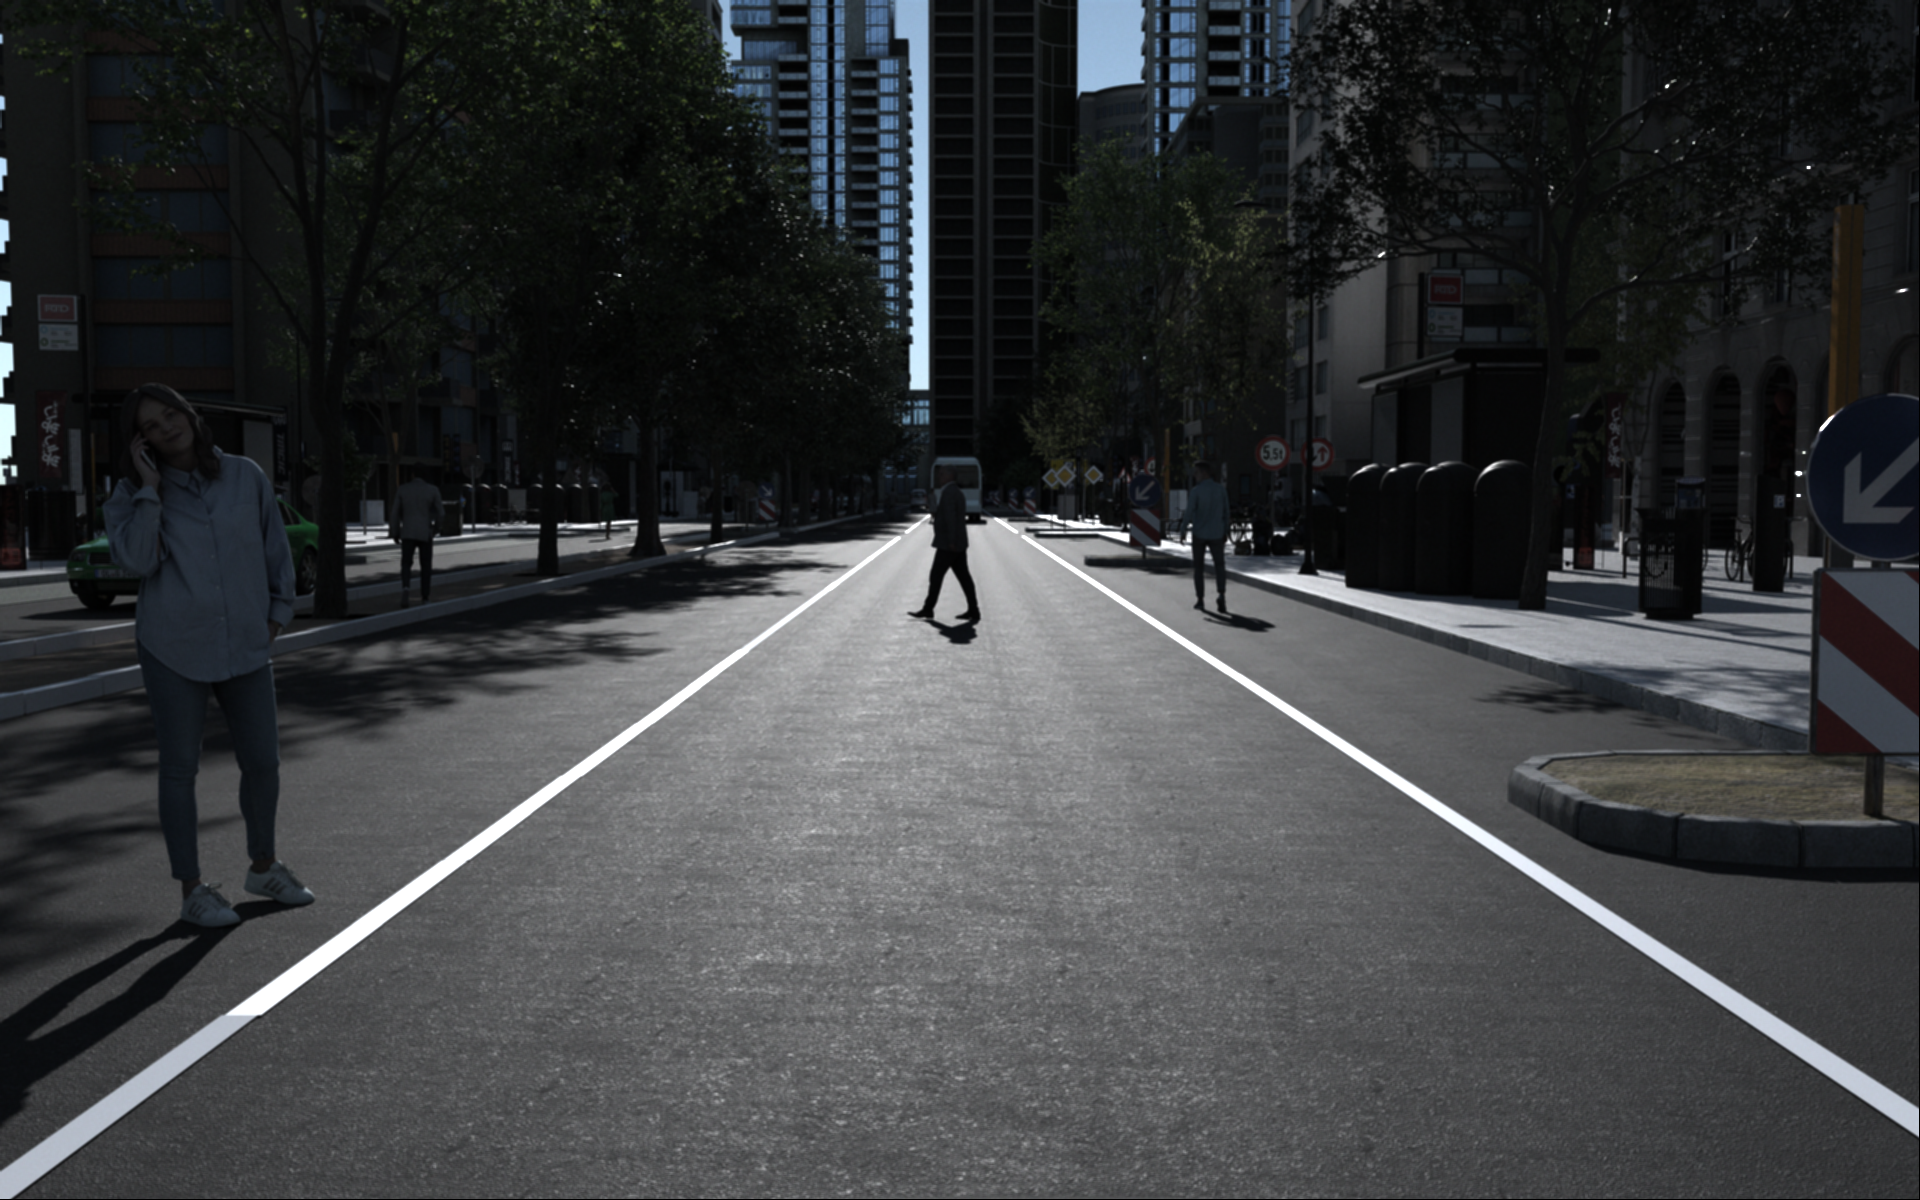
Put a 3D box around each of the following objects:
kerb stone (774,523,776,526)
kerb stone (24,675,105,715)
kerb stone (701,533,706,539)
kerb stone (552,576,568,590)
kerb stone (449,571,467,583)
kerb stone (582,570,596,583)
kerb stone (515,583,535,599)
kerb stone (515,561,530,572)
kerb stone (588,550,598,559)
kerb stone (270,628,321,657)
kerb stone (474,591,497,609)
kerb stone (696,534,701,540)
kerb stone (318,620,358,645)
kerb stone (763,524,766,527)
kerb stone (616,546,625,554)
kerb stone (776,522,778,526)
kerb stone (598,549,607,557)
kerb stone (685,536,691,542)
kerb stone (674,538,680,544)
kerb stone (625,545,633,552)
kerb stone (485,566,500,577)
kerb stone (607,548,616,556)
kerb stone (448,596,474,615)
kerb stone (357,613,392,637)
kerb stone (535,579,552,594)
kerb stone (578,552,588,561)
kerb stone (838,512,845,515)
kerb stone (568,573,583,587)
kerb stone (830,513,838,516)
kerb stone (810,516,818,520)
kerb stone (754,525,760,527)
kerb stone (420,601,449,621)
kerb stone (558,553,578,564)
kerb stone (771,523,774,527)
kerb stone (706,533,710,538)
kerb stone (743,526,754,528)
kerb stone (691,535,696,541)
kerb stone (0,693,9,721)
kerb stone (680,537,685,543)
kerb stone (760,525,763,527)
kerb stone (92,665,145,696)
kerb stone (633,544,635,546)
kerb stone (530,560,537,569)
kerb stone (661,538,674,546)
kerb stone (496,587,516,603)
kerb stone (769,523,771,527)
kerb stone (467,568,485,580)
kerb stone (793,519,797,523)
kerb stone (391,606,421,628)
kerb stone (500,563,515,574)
[{"bbox_3d":[-8.266,-3.278,75.796,0.120,0.150,1.000,0,3,0],"label":"kerb stone"},{"bbox_3d":[-6.110,0.651,11.722,0.120,0.150,1.000,0,3,0],"label":"kerb stone"},{"bbox_3d":[-8.251,-1.986,54.728,0.120,0.150,1.000,0,3,0],"label":"kerb stone"},{"bbox_3d":[-6.120,-0.237,26.076,0.120,0.150,1.000,0,3,0],"label":"kerb stone"},{"bbox_3d":[-8.224,-0.355,28.056,0.120,0.150,1.000,0,3,0],"label":"kerb stone"},{"bbox_3d":[-6.119,-0.363,28.131,0.120,0.150,1.000,0,3,0],"label":"kerb stone"},{"bbox_3d":[-6.116,-0.112,24.029,0.120,0.150,1.000,0,3,0],"label":"kerb stone"},{"bbox_3d":[-8.225,-0.609,32.159,0.120,0.150,1.000,0,3,0],"label":"kerb stone"},{"bbox_3d":[-8.233,-0.983,38.324,0.120,0.150,1.000,0,3,0],"label":"kerb stone"},{"bbox_3d":[-6.110,0.396,15.821,0.120,0.150,1.000,0,3,0],"label":"kerb stone"},{"bbox_3d":[-6.109,0.019,21.984,0.120,0.150,1.000,0,3,0],"label":"kerb stone"},{"bbox_3d":[-8.244,-1.927,53.698,0.120,0.150,1.000,0,3,0],"label":"kerb stone"},{"bbox_3d":[-6.113,0.327,16.848,0.120,0.150,1.000,0,3,0],"label":"kerb stone"},{"bbox_3d":[-8.262,-3.025,71.701,0.120,0.150,1.000,0,3,0],"label":"kerb stone"},{"bbox_3d":[-8.235,-1.170,41.391,0.120,0.150,1.000,0,3,0],"label":"kerb stone"},{"bbox_3d":[-8.256,-3.341,76.818,0.120,0.150,1.000,0,3,0],"label":"kerb stone"},{"bbox_3d":[-8.235,-1.049,39.346,0.120,0.150,1.000,0,3,0],"label":"kerb stone"},{"bbox_3d":[-8.245,-1.796,51.639,0.120,0.150,1.000,0,3,0],"label":"kerb stone"},{"bbox_3d":[-8.242,-1.675,49.591,0.120,0.150,1.000,0,3,0],"label":"kerb stone"},{"bbox_3d":[-8.235,-1.237,42.413,0.120,0.150,1.000,0,3,0],"label":"kerb stone"},{"bbox_3d":[-8.230,-0.481,30.099,0.120,0.150,1.000,0,3,0],"label":"kerb stone"},{"bbox_3d":[-8.235,-1.112,40.369,0.120,0.150,1.000,0,3,0],"label":"kerb stone"},{"bbox_3d":[-6.114,0.076,20.949,0.120,0.150,1.000,0,3,0],"label":"kerb stone"},{"bbox_3d":[-6.110,0.264,17.871,0.120,0.150,1.000,0,3,0],"label":"kerb stone"},{"bbox_3d":[-6.118,-0.173,25.054,0.120,0.150,1.000,0,3,0],"label":"kerb stone"},{"bbox_3d":[-8.226,-0.924,37.302,0.120,0.150,1.000,0,3,0],"label":"kerb stone"},{"bbox_3d":[-8.304,-6.036,120.883,0.120,0.150,1.000,0,3,0],"label":"kerb stone"},{"bbox_3d":[-6.115,-0.300,27.097,0.120,0.150,1.000,0,3,0],"label":"kerb stone"},{"bbox_3d":[-8.290,-5.598,113.715,0.120,0.150,1.000,0,3,0],"label":"kerb stone"},{"bbox_3d":[-8.279,-4.657,98.343,0.120,0.150,1.000,0,3,0],"label":"kerb stone"},{"bbox_3d":[-8.251,-2.902,69.648,0.120,0.150,1.000,0,3,0],"label":"kerb stone"},{"bbox_3d":[-6.118,0.139,19.923,0.120,0.150,1.000,0,3,0],"label":"kerb stone"},{"bbox_3d":[-8.230,-0.854,36.276,0.120,0.150,1.000,0,3,0],"label":"kerb stone"},{"bbox_3d":[-8.254,-3.215,74.774,0.120,0.150,1.000,0,3,0],"label":"kerb stone"},{"bbox_3d":[-8.252,-2.053,55.763,0.120,0.150,1.000,0,3,0],"label":"kerb stone"},{"bbox_3d":[-8.253,-2.777,67.598,0.120,0.150,1.000,0,3,0],"label":"kerb stone"},{"bbox_3d":[-8.245,-1.864,52.674,0.120,0.150,1.000,0,3,0],"label":"kerb stone"},{"bbox_3d":[-6.106,0.704,10.684,0.120,0.150,1.000,0,3,0],"label":"kerb stone"},{"bbox_3d":[-8.246,-1.738,50.613,0.120,0.150,1.000,0,3,0],"label":"kerb stone"},{"bbox_3d":[-8.261,-2.965,70.670,0.120,0.150,1.000,0,3,0],"label":"kerb stone"},{"bbox_3d":[-6.111,0.578,12.743,0.120,0.150,1.000,0,3,0],"label":"kerb stone"},{"bbox_3d":[-8.230,-1.299,43.436,0.120,0.150,1.000,0,3,0],"label":"kerb stone"},{"bbox_3d":[-8.232,-0.673,33.193,0.120,0.150,1.000,0,3,0],"label":"kerb stone"},{"bbox_3d":[-8.240,-1.613,48.563,0.120,0.150,1.000,0,3,0],"label":"kerb stone"},{"bbox_3d":[-6.118,-0.049,23.007,0.120,0.150,1.000,0,3,0],"label":"kerb stone"},{"bbox_3d":[-8.263,-3.153,73.745,0.120,0.150,1.000,0,3,0],"label":"kerb stone"},{"bbox_3d":[-8.223,-0.417,29.078,0.120,0.150,1.000,0,3,0],"label":"kerb stone"},{"bbox_3d":[-8.272,-4.031,88.100,0.120,0.150,1.000,0,3,0],"label":"kerb stone"},{"bbox_3d":[-6.122,0.206,18.902,0.120,0.150,1.000,0,3,0],"label":"kerb stone"},{"bbox_3d":[-8.228,-0.540,31.137,0.120,0.150,1.000,0,3,0],"label":"kerb stone"}]
